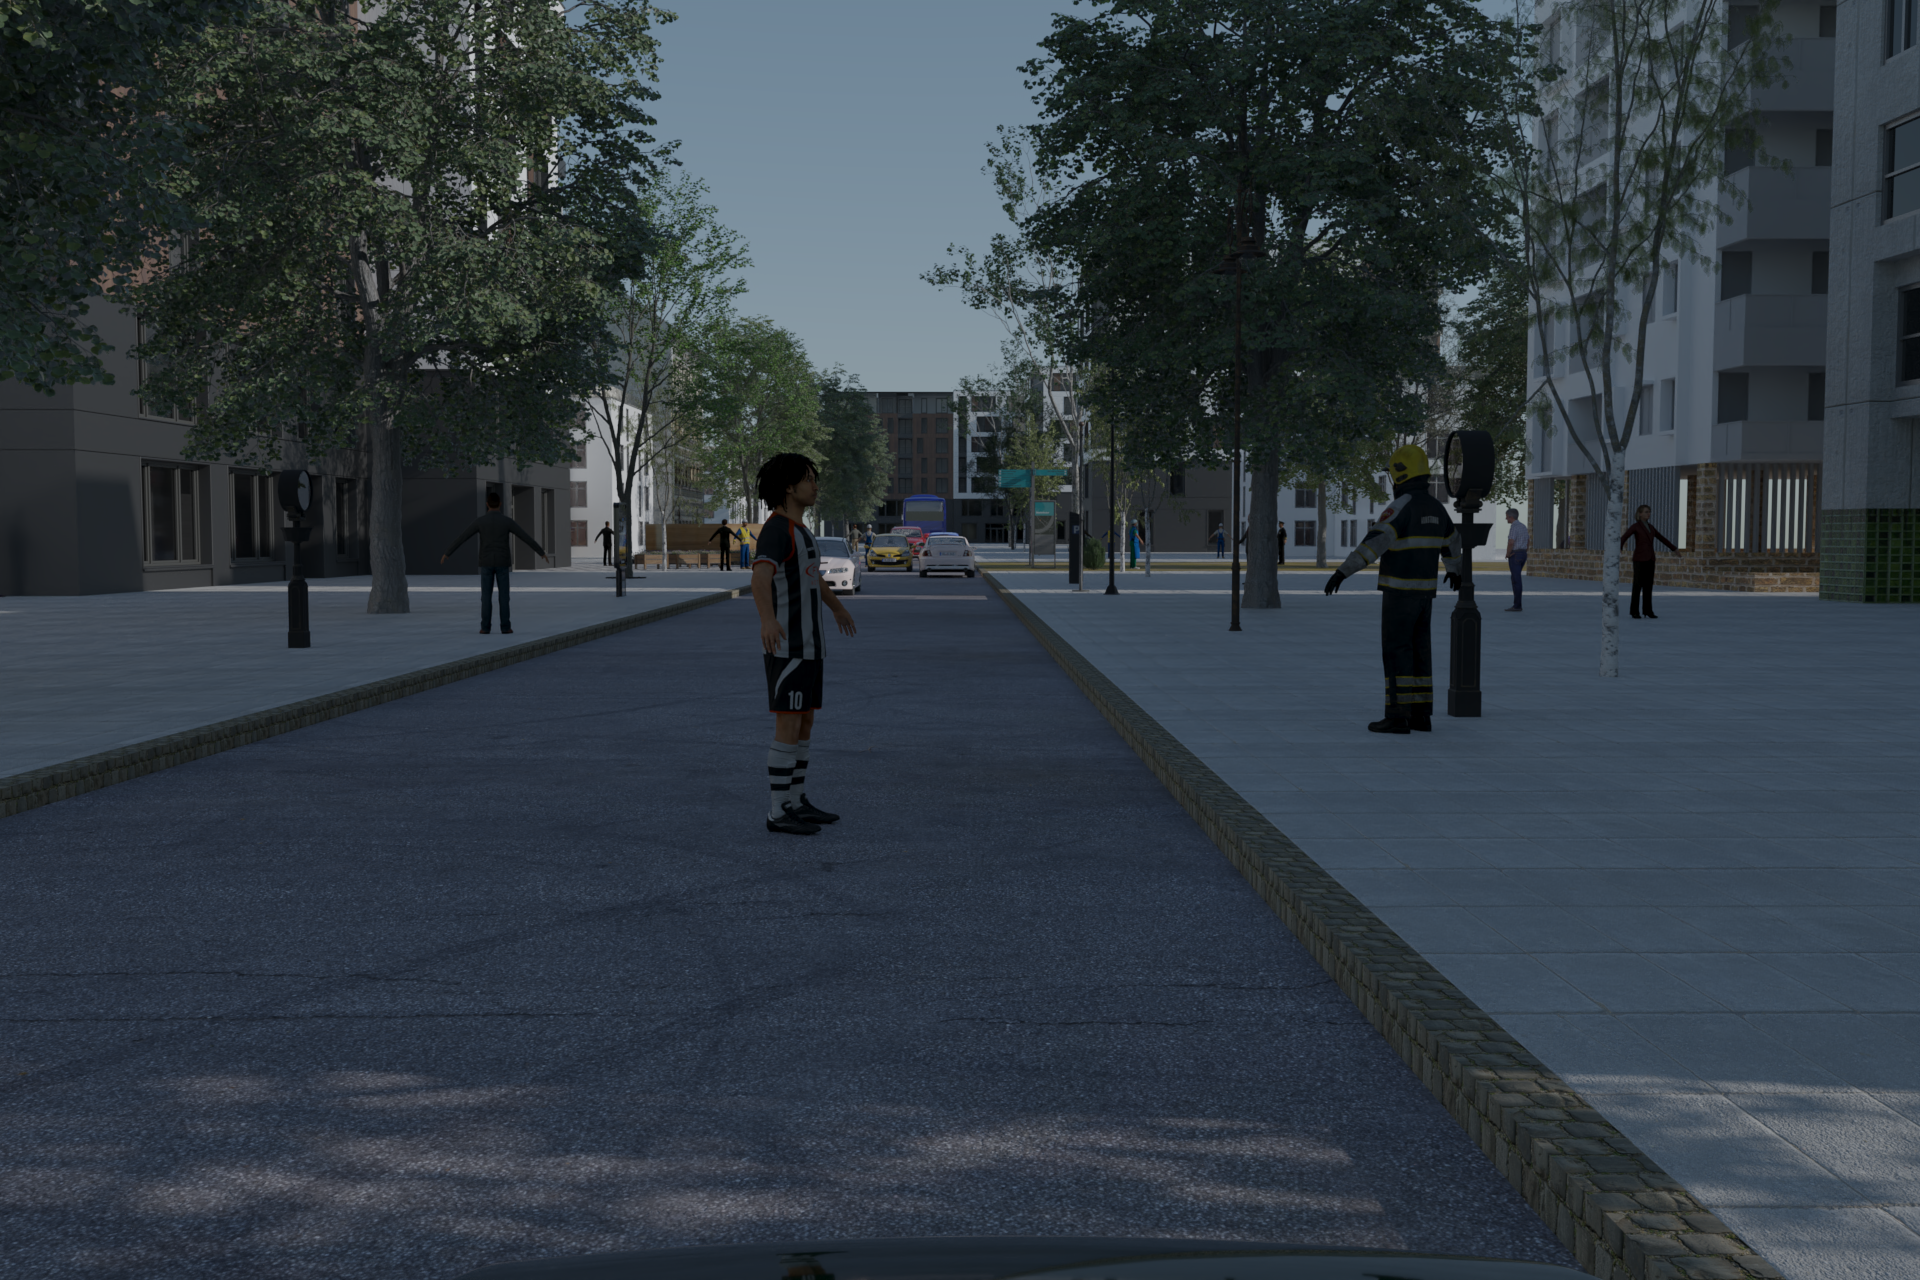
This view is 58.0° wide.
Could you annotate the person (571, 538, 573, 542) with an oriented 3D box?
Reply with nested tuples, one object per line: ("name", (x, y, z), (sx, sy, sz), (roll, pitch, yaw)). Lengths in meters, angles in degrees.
("person", (-19.419, -4.804, 84.681), (0.705, 1.813, 1.348), (2, 4, 26))

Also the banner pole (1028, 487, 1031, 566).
("banner pole", (2.868, -4.922, 70.499), (0.401, 3.779, 0.863), (0, 4, -2))

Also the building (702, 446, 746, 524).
("building", (-26.621, -14.511, 179.406), (9.099, 9.664, 28.070), (0, 4, -1))

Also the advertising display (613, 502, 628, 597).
("advertising display", (-6.965, -1.854, 35.535), (0.123, 1.923, 0.974), (0, 4, -1))

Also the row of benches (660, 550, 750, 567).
("row of benches", (-9.986, -3.225, 68.200), (4.104, 0.672, 1.422), (-3, 5, -41))

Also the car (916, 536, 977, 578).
("car", (-0.461, -2.823, 58.516), (2.083, 1.381, 4.827), (0, 4, -1))

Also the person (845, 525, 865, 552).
("person", (-5.920, -5.582, 97.529), (1.348, 1.796, 0.705), (-2, 4, -25))

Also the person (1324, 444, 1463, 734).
("person", (2.880, -0.334, 11.223), (1.351, 1.858, 0.704), (-3, 4, -39))

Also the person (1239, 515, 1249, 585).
("person", (7.345, -2.297, 43.732), (0.705, 1.807, 1.348), (-1, 4, -18))

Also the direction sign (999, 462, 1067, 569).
("direction sign", (2.710, -4.563, 63.371), (2.525, 3.948, 1.411), (0, 4, -2))

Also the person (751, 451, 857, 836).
("person", (-0.781, 0.013, 8.388), (0.704, 1.843, 1.345), (1, 4, 11))

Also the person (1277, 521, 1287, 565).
("person", (13.369, -4.054, 72.214), (0.705, 1.837, 1.347), (-1, 4, -12))

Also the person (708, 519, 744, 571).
("person", (-8.164, -3.307, 60.250), (1.347, 1.806, 0.705), (1, 4, 13))

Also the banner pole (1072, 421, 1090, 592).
("banner pole", (2.696, -2.955, 38.330), (0.401, 3.779, 0.863), (0, 4, 0))

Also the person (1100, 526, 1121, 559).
("person", (7.854, -5.094, 89.755), (1.216, 1.772, 0.721), (1, 4, 15))

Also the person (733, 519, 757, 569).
("person", (-7.855, -3.509, 63.334), (0.705, 1.833, 1.349), (3, 4, 38))

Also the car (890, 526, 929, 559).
("car", (-2.695, -4.790, 86.990), (2.281, 1.827, 5.304), (0, 3, 0))

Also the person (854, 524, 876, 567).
("person", (-3.932, -4.088, 75.154), (1.347, 1.847, 0.705), (0, 4, 5))

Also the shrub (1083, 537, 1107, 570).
("shrub", (4.783, -3.111, 61.982), (1.383, 1.207, 1.383), (0, 3, 0))

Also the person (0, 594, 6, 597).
("person", (-19.624, -1.736, 34.879), (0.568, 1.767, 0.683), (2, 4, 28))

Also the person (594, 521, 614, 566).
("person", (-14.125, -3.869, 69.482), (1.346, 1.802, 0.704), (1, 4, 21))

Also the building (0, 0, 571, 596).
("building", (-28.964, -12.673, 51.177), (27.936, 21.610, 32.646), (0, 4, -1))

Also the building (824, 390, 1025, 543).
("building", (-3.395, -25.117, 257.098), (32.646, 21.610, 27.936), (0, 4, -1))

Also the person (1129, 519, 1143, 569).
("person", (6.401, -3.506, 63.454), (0.704, 1.817, 1.347), (-1, 4, -13))

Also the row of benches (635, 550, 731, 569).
("row of benches", (-10.202, -2.990, 64.348), (1.422, 0.672, 4.104), (3, 5, 44))

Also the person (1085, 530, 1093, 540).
("person", (6.584, -5.334, 93.353), (1.346, 1.812, 0.704), (-1, 4, -14))

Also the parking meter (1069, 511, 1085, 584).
("parking meter", (3.020, -2.390, 44.783), (0.399, 1.863, 0.255), (0, 4, 0))

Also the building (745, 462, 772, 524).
("building", (-26.713, -16.321, 208.987), (9.099, 9.664, 28.070), (0, 3, 0))

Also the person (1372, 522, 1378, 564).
("person", (17.811, -4.169, 74.348), (0.705, 1.806, 1.347), (1, 4, 16))

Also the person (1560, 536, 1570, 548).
("person", (20.968, -3.072, 59.503), (0.697, 1.427, 0.421), (1, 4, 11))

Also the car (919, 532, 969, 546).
("car", (-0.617, -3.463, 66.214), (1.945, 1.707, 3.694), (0, 4, -1))

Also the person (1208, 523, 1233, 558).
("person", (13.748, -5.226, 91.300), (1.347, 1.847, 0.705), (1, 4, 10))

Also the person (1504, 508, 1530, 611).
("person", (9.180, -1.331, 28.742), (0.756, 1.711, 0.436), (-3, 5, -41))

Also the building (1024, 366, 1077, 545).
("building", (22.222, -23.405, 226.646), (27.936, 21.610, 32.646), (0, 4, -1))

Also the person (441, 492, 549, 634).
("person", (-5.979, -0.991, 22.270), (1.348, 1.821, 0.705), (-1, 4, -12))

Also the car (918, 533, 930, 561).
("car", (-1.396, -5.219, 94.367), (2.155, 1.783, 4.494), (0, 4, 0))

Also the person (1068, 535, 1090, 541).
("person", (6.540, -5.493, 95.596), (1.354, 1.856, 0.705), (2, 4, 30))

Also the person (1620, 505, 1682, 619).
("person", (10.407, -1.188, 26.234), (1.215, 1.729, 0.721), (-1, 4, -20))

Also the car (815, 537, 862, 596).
("car", (-3.391, -1.807, 41.900), (2.083, 1.381, 4.827), (0, 4, 0))

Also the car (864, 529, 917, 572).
("car", (-2.674, -3.454, 66.696), (2.015, 1.641, 3.980), (0, 4, -1))
